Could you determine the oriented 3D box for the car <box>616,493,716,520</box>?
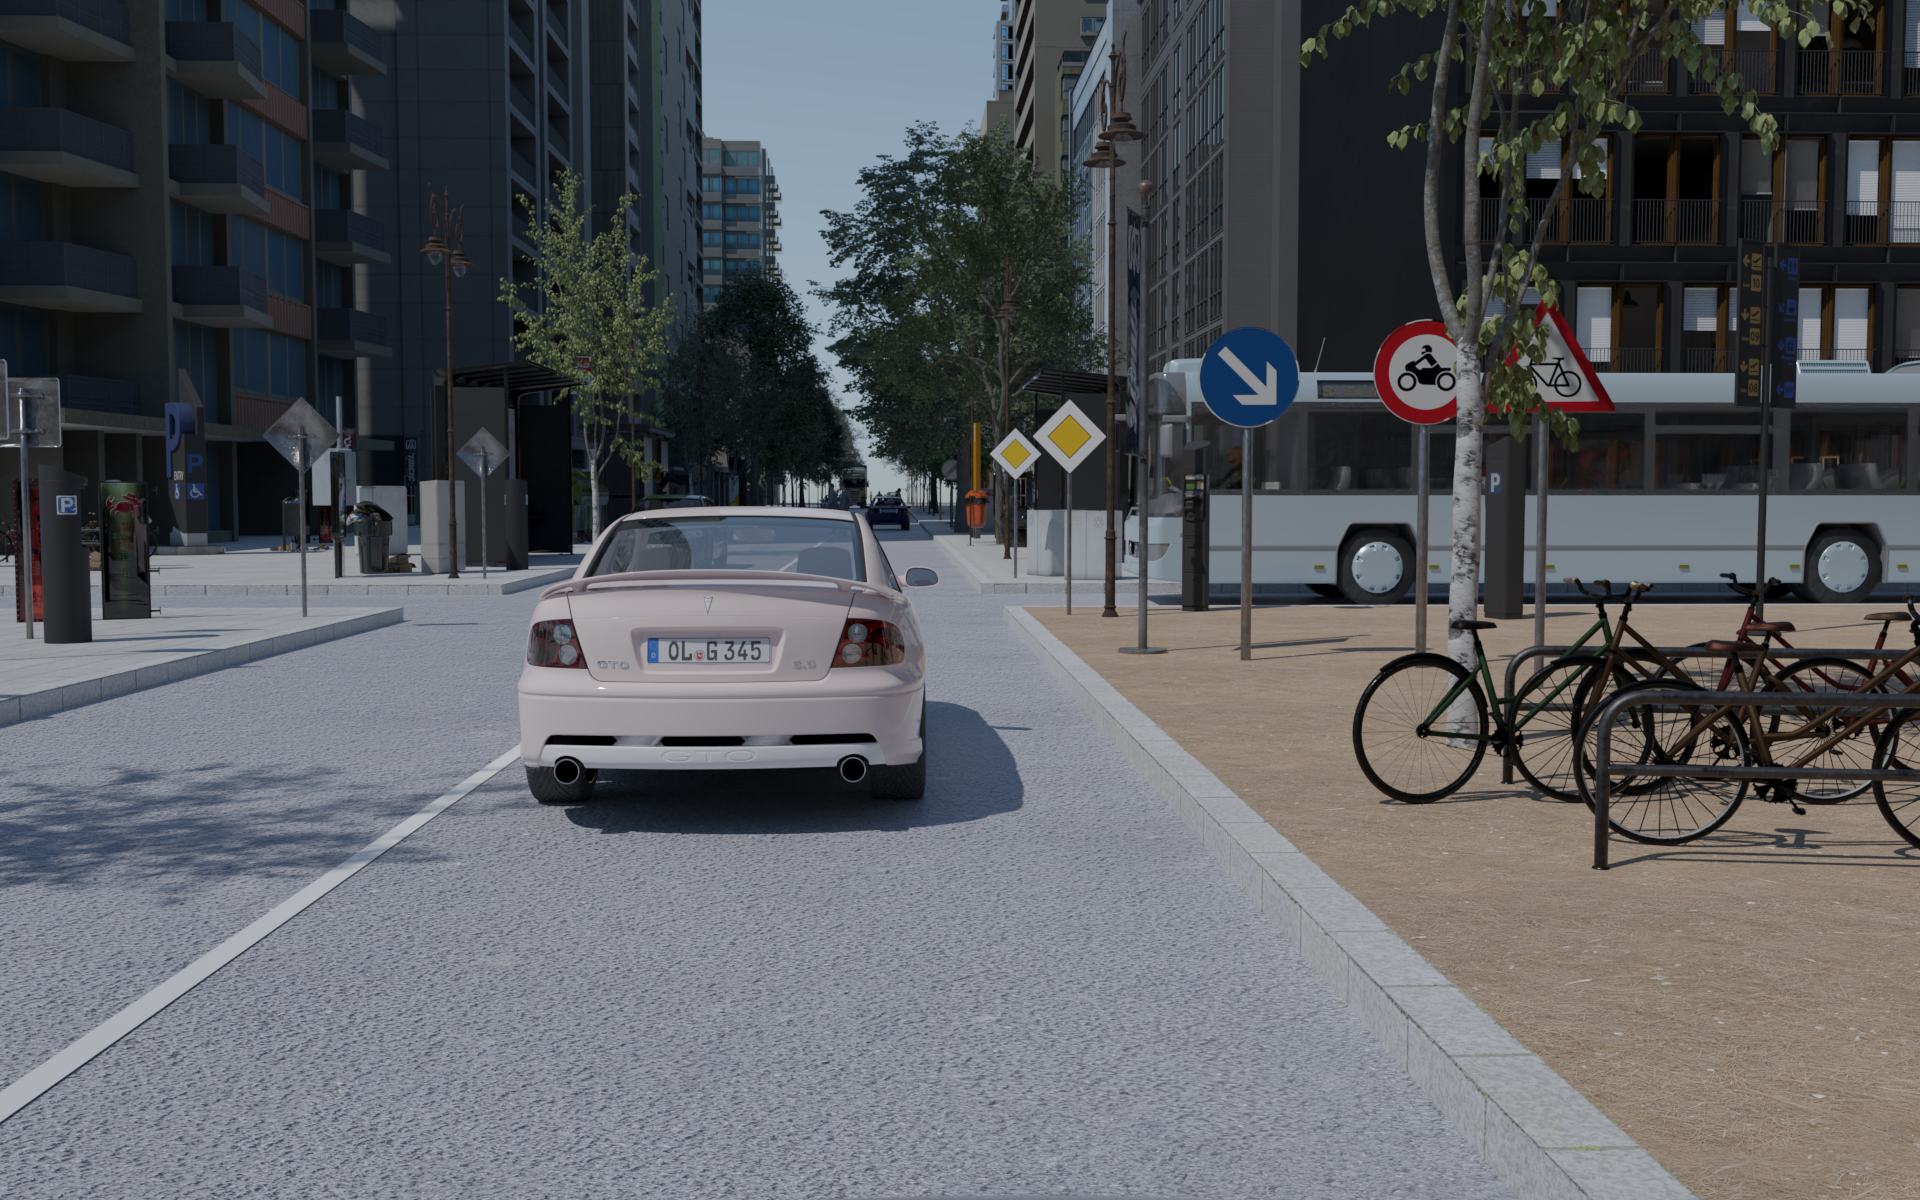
[{"bbox_3d":[-5.469,-1.423,33.057,2.009,1.686,4.222,0,4,-1],"label":"car"}]

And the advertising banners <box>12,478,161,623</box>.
[{"bbox_3d":[-9.161,-1.291,17.291,2.074,3.025,0.090,-2,4,-28],"label":"advertising banners"}]

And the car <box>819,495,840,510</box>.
[{"bbox_3d":[-8.939,-6.772,122.729,2.014,1.417,4.499,0,4,-1],"label":"car"}]

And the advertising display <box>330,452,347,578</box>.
[{"bbox_3d":[-9.580,-1.315,26.710,0.123,1.923,0.974,-1,4,-13],"label":"advertising display"}]

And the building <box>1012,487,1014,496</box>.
[{"bbox_3d":[20.518,-28.501,157.878,32.217,40.220,23.993,0,4,-2],"label":"building"}]

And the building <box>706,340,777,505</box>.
[{"bbox_3d":[-36.513,-22.089,206.200,27.650,21.520,28.899,0,4,-2],"label":"building"}]

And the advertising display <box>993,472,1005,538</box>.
[{"bbox_3d":[1.196,-2.792,50.856,0.123,1.923,0.974,1,4,22],"label":"advertising display"}]

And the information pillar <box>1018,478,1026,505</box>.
[{"bbox_3d":[2.858,-4.625,80.107,0.304,2.012,0.304,-2,4,-25],"label":"information pillar"}]

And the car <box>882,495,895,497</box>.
[{"bbox_3d":[-5.640,-7.701,138.499,1.945,1.354,3.894,0,4,-3],"label":"car"}]

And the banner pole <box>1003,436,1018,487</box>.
[{"bbox_3d":[2.090,-5.058,72.714,0.863,3.779,0.401,2,4,25],"label":"banner pole"}]

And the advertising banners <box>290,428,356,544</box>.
[{"bbox_3d":[-16.614,-3.003,45.292,0.090,3.025,2.074,2,4,31],"label":"advertising banners"}]

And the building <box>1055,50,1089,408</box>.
[{"bbox_3d":[13.198,-21.117,116.970,14.160,30.474,14.107,0,4,-2],"label":"building"}]

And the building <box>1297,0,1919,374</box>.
[{"bbox_3d":[17.137,-12.866,40.043,15.834,23.373,12.332,0,4,-2],"label":"building"}]

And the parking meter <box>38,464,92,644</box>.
[{"bbox_3d":[-7.717,-0.400,14.943,0.372,1.533,0.369,0,3,0],"label":"parking meter"}]

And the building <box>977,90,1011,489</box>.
[{"bbox_3d":[13.208,-35.545,204.854,21.300,48.544,21.600,0,4,-2],"label":"building"}]

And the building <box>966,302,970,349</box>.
[{"bbox_3d":[7.429,-29.505,254.109,14.160,30.474,14.107,0,4,-2],"label":"building"}]

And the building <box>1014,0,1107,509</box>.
[{"bbox_3d":[15.566,-31.251,134.660,21.300,48.544,21.600,0,4,-2],"label":"building"}]

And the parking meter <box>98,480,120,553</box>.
[{"bbox_3d":[-14.934,-1.349,30.469,0.372,1.533,0.369,0,3,0],"label":"parking meter"}]

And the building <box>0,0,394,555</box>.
[{"bbox_3d":[-29.185,-24.028,47.482,22.147,44.769,28.867,0,4,-2],"label":"building"}]

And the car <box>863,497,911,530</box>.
[{"bbox_3d":[-2.939,-3.502,69.843,1.945,1.354,3.894,0,4,-4],"label":"car"}]

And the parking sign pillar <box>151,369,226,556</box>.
[{"bbox_3d":[-16.401,-2.951,36.716,1.447,3.967,1.447,-3,4,-39],"label":"parking sign pillar"}]

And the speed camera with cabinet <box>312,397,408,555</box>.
[{"bbox_3d":[-12.445,-2.545,35.939,0.660,3.252,2.038,2,4,28],"label":"speed camera with cabinet"}]

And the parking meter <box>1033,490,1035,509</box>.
[{"bbox_3d":[3.731,-4.617,83.896,0.372,1.533,0.369,0,3,0],"label":"parking meter"}]

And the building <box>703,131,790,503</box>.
[{"bbox_3d":[-35.619,-37.661,235.369,23.786,49.044,30.456,0,4,-2],"label":"building"}]

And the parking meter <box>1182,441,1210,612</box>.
[{"bbox_3d":[2.590,-0.813,19.005,0.255,1.863,0.399,1,4,16],"label":"parking meter"}]

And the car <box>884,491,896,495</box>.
[{"bbox_3d":[-9.611,-14.517,246.022,2.281,1.827,5.304,0,4,-3],"label":"car"}]

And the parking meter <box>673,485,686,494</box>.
[{"bbox_3d":[-8.112,-2.551,50.113,0.372,1.533,0.369,0,3,0],"label":"parking meter"}]

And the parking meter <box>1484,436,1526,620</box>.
[{"bbox_3d":[5.602,-0.741,17.820,0.255,1.863,0.399,-1,4,-16],"label":"parking meter"}]

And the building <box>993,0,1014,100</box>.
[{"bbox_3d":[13.221,-56.112,230.094,22.319,86.520,31.000,0,4,-2],"label":"building"}]

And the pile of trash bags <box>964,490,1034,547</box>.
[{"bbox_3d":[1.535,-1.996,42.389,3.447,1.369,1.912,3,4,36],"label":"pile of trash bags"}]

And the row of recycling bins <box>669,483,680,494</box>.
[{"bbox_3d":[-10.730,-3.328,61.528,1.069,1.692,3.534,0,4,7],"label":"row of recycling bins"}]

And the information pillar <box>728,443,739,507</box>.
[{"bbox_3d":[-10.231,-5.312,78.199,0.504,3.616,0.183,-3,5,-39],"label":"information pillar"}]

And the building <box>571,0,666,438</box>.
[{"bbox_3d":[-26.311,-25.920,107.387,14.154,41.232,14.086,0,4,-2],"label":"building"}]

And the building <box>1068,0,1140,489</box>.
[{"bbox_3d":[12.740,-16.744,91.779,12.078,24.808,19.932,0,4,-2],"label":"building"}]

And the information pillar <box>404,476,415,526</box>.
[{"bbox_3d":[-22.195,-3.998,69.860,0.304,2.012,0.304,0,4,7],"label":"information pillar"}]

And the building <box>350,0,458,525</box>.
[{"bbox_3d":[-26.918,-39.218,79.467,20.563,71.187,20.611,0,4,-2],"label":"building"}]

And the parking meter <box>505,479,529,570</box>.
[{"bbox_3d":[-7.503,-1.278,29.307,0.372,1.533,0.369,0,3,0],"label":"parking meter"}]

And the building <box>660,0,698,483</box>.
[{"bbox_3d":[-34.094,-32.921,127.499,28.713,52.752,27.495,0,4,-2],"label":"building"}]

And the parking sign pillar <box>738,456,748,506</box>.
[{"bbox_3d":[-12.136,-6.614,96.610,1.447,3.967,1.447,0,4,-1],"label":"parking sign pillar"}]

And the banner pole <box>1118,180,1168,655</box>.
[{"bbox_3d":[1.406,-1.449,13.704,0.401,3.779,0.863,1,4,19],"label":"banner pole"}]

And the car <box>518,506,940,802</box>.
[{"bbox_3d":[-1.136,0.177,9.474,2.083,1.381,4.827,0,4,-2],"label":"car"}]

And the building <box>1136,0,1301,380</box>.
[{"bbox_3d":[15.707,-16.902,69.854,14.314,27.812,24.014,0,4,-2],"label":"building"}]

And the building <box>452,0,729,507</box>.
[{"bbox_3d":[-31.008,-43.599,151.090,20.563,71.187,20.611,0,4,-2],"label":"building"}]

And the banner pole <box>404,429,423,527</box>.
[{"bbox_3d":[-20.980,-4.696,66.789,0.863,3.779,0.401,-1,4,-17],"label":"banner pole"}]
